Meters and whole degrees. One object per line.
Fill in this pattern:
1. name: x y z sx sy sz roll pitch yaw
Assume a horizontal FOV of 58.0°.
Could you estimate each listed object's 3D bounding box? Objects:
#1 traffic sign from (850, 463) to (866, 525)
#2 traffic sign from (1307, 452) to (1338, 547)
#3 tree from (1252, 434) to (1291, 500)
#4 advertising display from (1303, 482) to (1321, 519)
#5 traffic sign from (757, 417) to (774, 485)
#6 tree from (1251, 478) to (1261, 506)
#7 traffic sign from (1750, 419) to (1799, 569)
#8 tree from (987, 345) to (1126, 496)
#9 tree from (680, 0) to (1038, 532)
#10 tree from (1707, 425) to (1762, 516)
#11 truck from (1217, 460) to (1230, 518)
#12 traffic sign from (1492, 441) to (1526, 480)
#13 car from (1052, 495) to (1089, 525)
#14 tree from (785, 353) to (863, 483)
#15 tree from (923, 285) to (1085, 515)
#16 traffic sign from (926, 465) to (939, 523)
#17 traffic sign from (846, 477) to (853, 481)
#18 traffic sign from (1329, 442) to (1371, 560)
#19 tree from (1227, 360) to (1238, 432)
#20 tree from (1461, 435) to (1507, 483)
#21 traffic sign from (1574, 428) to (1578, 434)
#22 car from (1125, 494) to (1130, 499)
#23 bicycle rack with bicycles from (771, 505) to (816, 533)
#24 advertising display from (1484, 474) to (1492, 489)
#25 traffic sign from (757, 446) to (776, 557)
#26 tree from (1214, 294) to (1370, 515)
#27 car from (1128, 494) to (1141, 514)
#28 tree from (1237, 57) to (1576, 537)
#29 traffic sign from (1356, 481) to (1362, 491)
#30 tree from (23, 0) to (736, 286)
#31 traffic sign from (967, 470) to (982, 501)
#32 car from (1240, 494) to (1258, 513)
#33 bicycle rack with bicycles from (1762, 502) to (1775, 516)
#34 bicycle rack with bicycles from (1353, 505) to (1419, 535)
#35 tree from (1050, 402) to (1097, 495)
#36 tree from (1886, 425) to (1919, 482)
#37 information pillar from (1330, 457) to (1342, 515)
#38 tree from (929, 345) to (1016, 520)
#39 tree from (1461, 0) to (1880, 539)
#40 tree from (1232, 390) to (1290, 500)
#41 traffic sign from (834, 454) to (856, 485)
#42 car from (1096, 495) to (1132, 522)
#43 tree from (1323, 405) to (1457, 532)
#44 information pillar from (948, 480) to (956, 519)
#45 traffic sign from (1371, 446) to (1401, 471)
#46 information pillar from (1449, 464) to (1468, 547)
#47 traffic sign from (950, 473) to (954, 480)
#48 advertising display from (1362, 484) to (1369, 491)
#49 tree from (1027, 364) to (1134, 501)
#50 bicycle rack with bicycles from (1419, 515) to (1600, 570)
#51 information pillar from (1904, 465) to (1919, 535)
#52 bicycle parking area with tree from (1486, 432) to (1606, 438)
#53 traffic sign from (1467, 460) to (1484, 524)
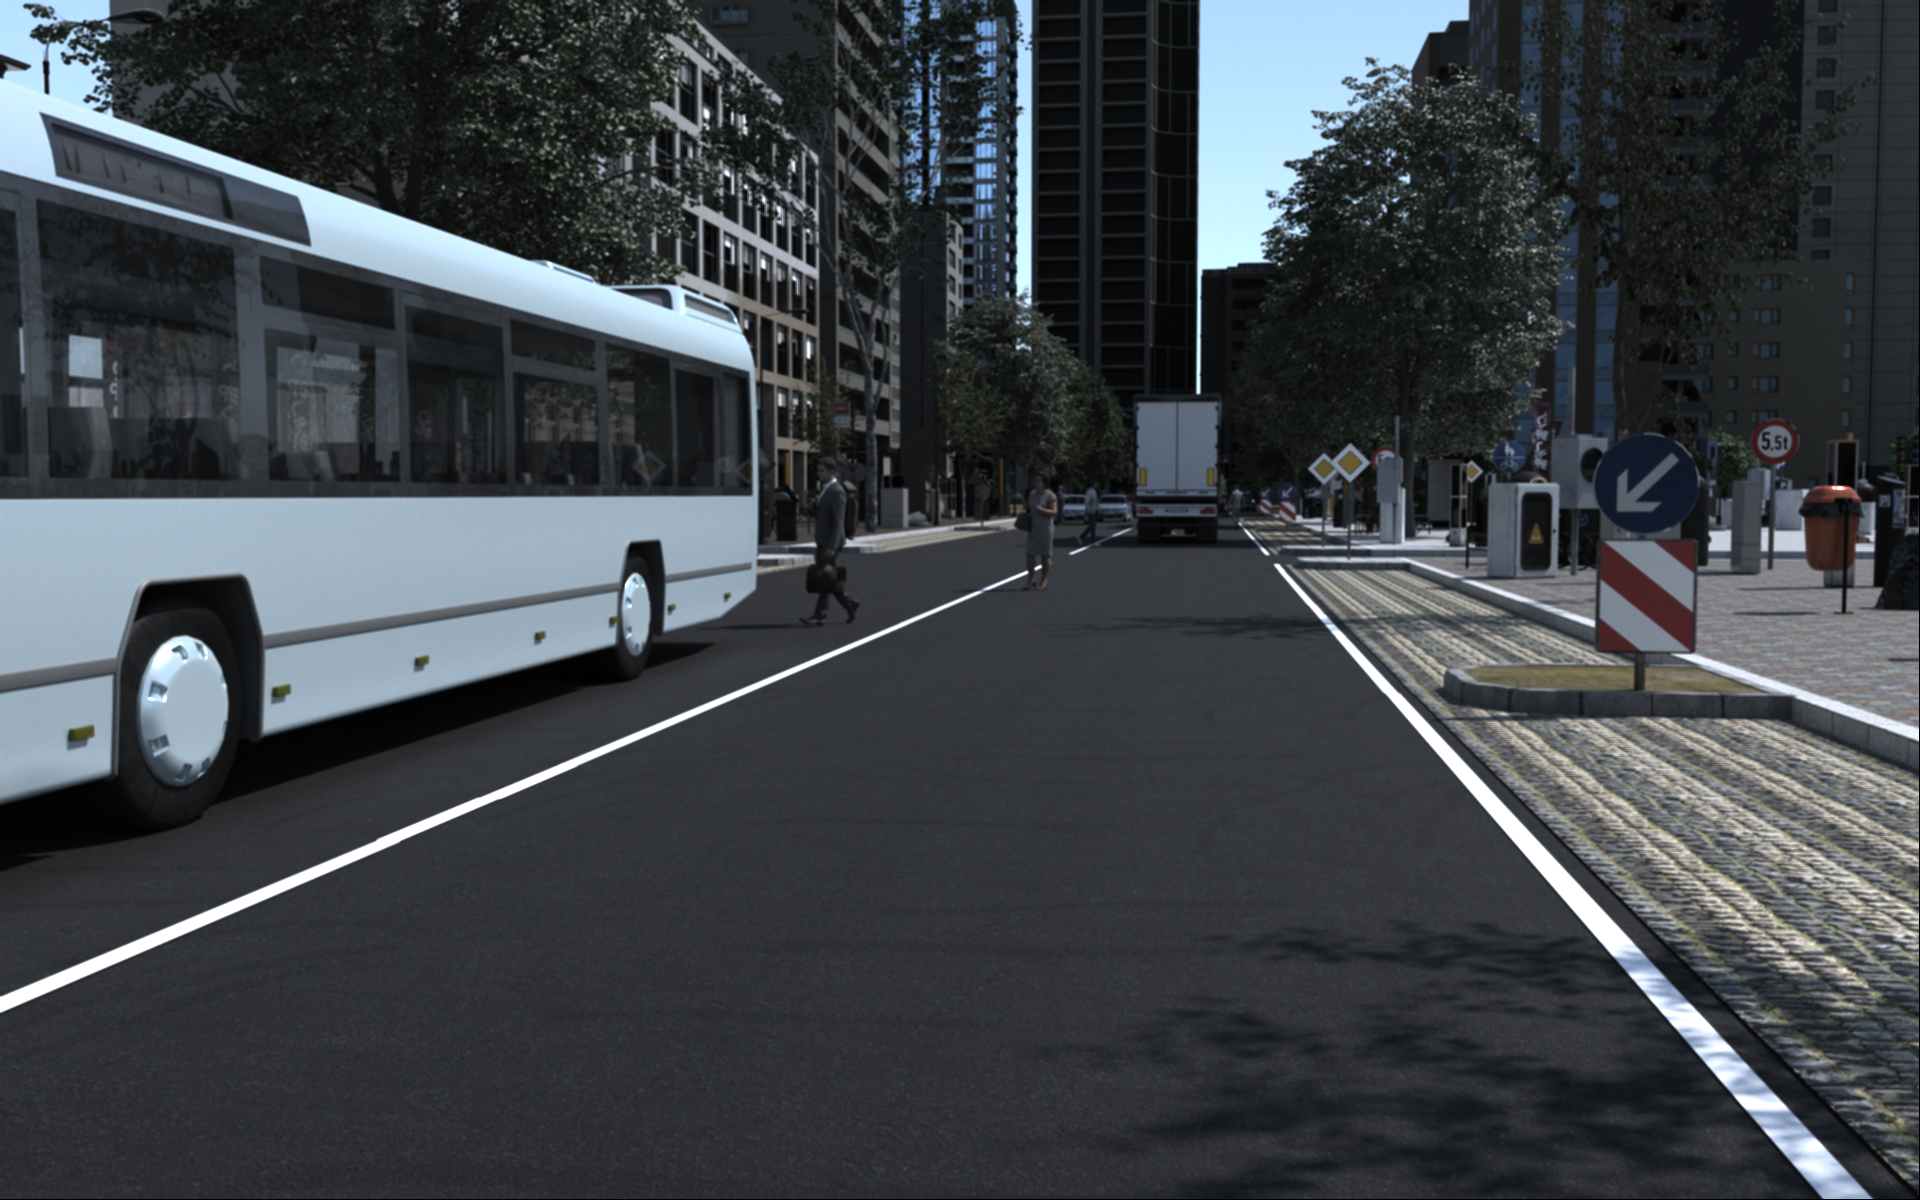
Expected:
1. traffic sign: -4.185 -4.317 70.685 0.768 2.556 0.104 1 4 9
2. traffic sign: 8.729 -2.321 41.584 0.795 2.450 0.064 1 4 8
3. tree: 29.022 -12.932 161.803 4.737 8.622 4.395 0 3 0
4. advertising display: 18.475 -5.240 90.884 0.974 1.923 0.123 0 4 -4
5. traffic sign: -6.039 -3.208 46.321 2.265 3.308 0.079 1 4 17
6. tree: 32.804 -11.878 188.806 1.663 3.219 1.824 0 3 0
7. traffic sign: 13.804 -1.793 29.424 0.768 2.556 0.104 1 4 11
8. tree: 5.429 -11.752 117.898 9.928 11.665 9.643 0 3 0
9. tree: -4.363 -12.332 57.515 12.611 20.169 13.585 0 3 0
10. tree: 35.556 -5.939 80.822 4.285 4.588 4.351 0 3 0
11. truck: 10.122 -4.931 76.540 3.469 3.379 9.791 1 4 9
12. traffic sign: 13.115 -2.527 41.425 0.768 2.556 0.104 1 4 12
13. car: 5.375 -4.323 82.687 2.014 1.417 4.499 0 4 7
14. tree: -6.854 -8.533 89.880 4.737 8.622 4.395 0 3 0
15. tree: 2.668 -12.135 105.065 9.857 13.997 8.962 0 3 0
16. traffic sign: -1.295 -4.653 76.185 0.768 2.556 0.104 1 4 13
17. traffic sign: -4.758 -4.375 71.542 0.884 2.594 0.081 1 4 9
18. traffic sign: 7.574 -1.837 33.683 0.795 2.450 0.064 1 4 8
19. tree: 23.380 -13.028 119.670 9.857 13.997 8.962 0 3 0
20. tree: 26.159 -6.324 87.114 4.285 4.588 4.351 0 3 0
21. traffic sign: 12.027 -2.080 34.009 0.884 2.594 0.081 1 4 15
22. car: 12.614 -7.018 126.549 2.131 1.459 4.920 1 4 9
23. bicycle rack with bicycles: -6.192 -2.684 57.262 2.852 0.926 2.925 -1 4 -22
24. advertising display: 17.318 -3.159 56.857 0.123 1.923 0.974 1 4 11
25. traffic sign: -4.143 -1.943 35.409 0.795 2.450 0.064 1 4 8
26. tree: 20.604 -11.965 106.003 12.009 13.543 11.850 0 3 0
27. car: 11.689 -6.326 112.469 2.155 1.783 4.494 0 4 7
28. tree: 13.466 -8.866 51.609 9.857 13.997 8.962 0 3 0
29. traffic sign: 21.407 -5.645 92.400 0.768 2.556 0.104 1 4 15
30. tree: -8.334 -7.315 26.261 9.857 13.997 8.962 0 3 0
31. traffic sign: 0.797 -5.502 89.964 0.884 2.594 0.081 1 4 16
32. car: 21.735 -7.486 132.179 2.009 1.686 4.222 1 4 8
33. bicycle rack with bicycles: 35.535 -3.832 76.041 2.852 0.926 2.925 0 4 6
34. bicycle rack with bicycles: 13.640 -2.566 55.333 2.852 0.926 2.925 3 4 37
35. tree: 8.344 -11.308 135.255 4.737 8.622 4.395 0 3 0
36. tree: 40.214 -5.361 71.366 4.285 4.588 4.351 0 3 0
37. information pillar: 14.673 -4.655 67.458 0.504 3.616 0.183 -1 4 -19
38. tree: 0.317 -8.232 84.959 4.737 8.622 4.395 0 3 0
39. tree: 8.048 -4.269 20.154 4.360 8.622 3.978 0 3 0
40. tree: 32.008 -16.073 180.918 7.486 12.596 7.792 0 3 0
41. traffic sign: -2.989 -2.426 43.311 0.795 2.450 0.064 1 4 8
42. car: 7.999 -4.790 90.324 2.014 1.417 4.499 1 4 9
43. tree: 14.006 -4.608 59.052 4.285 4.588 4.351 0 3 0
44. information pillar: -0.429 -5.193 89.400 0.304 2.012 0.304 -3 5 -42
45. traffic sign: 11.307 -2.808 46.022 0.768 2.556 0.104 1 4 18
46. information pillar: 12.142 -2.305 42.180 0.304 2.012 0.304 -3 5 -42
47. traffic sign: -0.190 -6.100 99.847 0.768 2.556 0.104 1 4 12
48. advertising display: 22.180 -5.404 93.562 0.974 1.923 0.123 1 4 17
49. tree: 10.471 -14.308 150.949 9.611 12.733 9.660 0 3 0
50. bicycle rack with bicycles: 9.935 -0.985 29.482 2.852 0.926 2.925 -1 4 -19
51. information pillar: 23.805 -2.372 43.273 0.304 2.012 0.304 1 4 16
52. bicycle parking area with tree: 27.044 -5.715 80.437 8.231 4.147 9.016 1 4 19
53. traffic sign: 17.179 -3.489 58.224 0.795 2.450 0.064 1 4 17
